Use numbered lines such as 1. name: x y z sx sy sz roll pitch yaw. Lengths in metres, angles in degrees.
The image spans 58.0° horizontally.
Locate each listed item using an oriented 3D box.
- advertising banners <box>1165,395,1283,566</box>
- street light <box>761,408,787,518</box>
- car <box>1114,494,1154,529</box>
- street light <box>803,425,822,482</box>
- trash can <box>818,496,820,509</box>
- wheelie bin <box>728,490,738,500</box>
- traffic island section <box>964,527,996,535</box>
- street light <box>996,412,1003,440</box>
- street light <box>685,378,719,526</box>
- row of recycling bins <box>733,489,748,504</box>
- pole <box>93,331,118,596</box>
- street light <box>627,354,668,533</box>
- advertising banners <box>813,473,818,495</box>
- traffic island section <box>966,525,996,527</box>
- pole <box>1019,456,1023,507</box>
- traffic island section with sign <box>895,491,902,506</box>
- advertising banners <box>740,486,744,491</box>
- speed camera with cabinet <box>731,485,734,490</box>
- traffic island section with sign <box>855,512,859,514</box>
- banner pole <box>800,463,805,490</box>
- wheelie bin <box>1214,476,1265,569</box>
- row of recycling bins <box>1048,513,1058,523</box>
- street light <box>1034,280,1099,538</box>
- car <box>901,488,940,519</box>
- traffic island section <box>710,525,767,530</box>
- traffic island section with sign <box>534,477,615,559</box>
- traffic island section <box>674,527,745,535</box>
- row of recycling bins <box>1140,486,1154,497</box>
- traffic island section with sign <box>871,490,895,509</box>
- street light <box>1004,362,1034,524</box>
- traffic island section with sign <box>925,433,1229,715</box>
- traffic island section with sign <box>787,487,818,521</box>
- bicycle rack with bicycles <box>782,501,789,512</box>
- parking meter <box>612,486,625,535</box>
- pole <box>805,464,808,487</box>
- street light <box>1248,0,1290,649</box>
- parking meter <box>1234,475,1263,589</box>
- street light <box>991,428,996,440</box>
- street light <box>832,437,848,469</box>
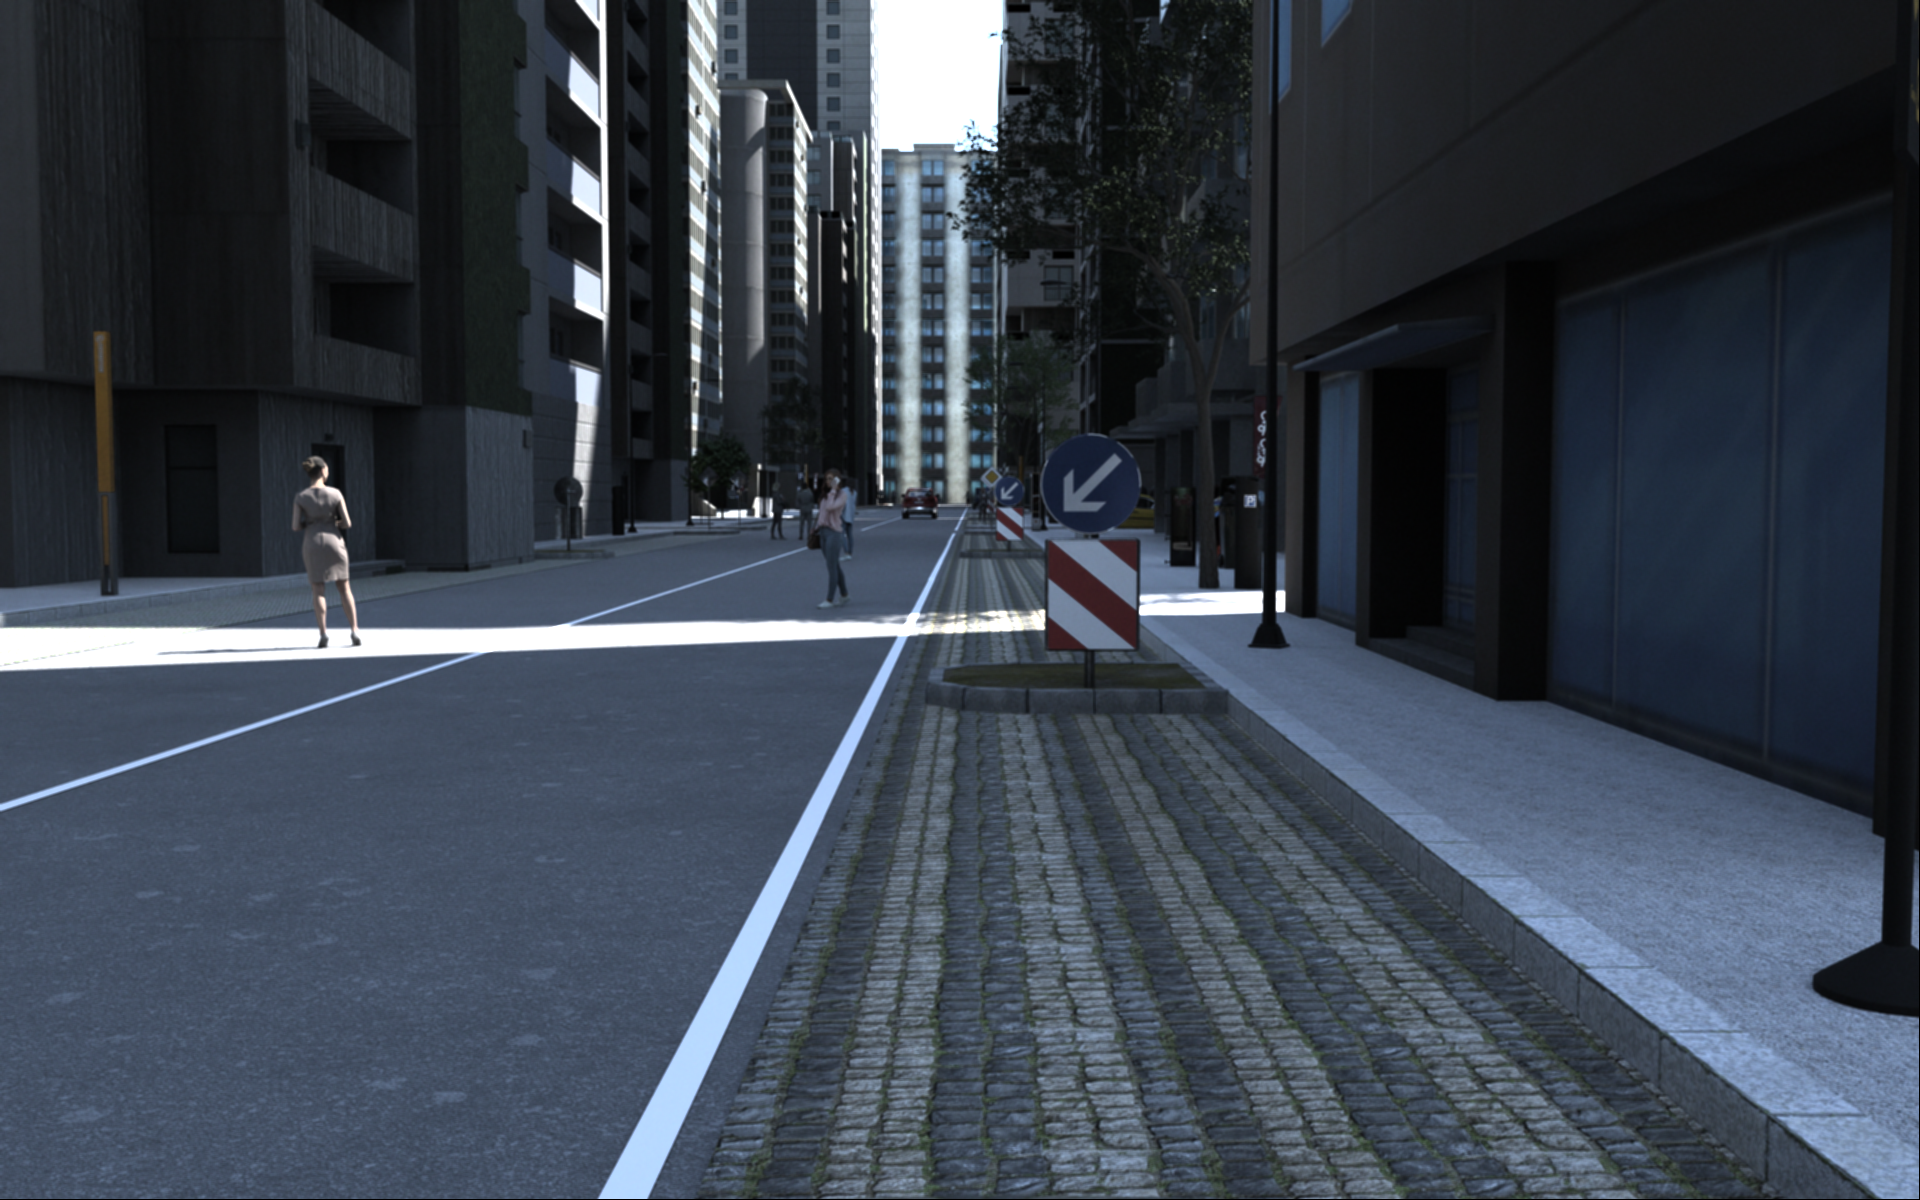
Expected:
1. advertising banners: 4.675 -2.109 30.671 2.074 3.025 0.090 0 4 -3
2. street light: -10.032 -7.393 93.411 1.470 5.913 1.316 0 4 0
3. car: 6.903 -3.350 65.004 3.980 1.641 2.015 0 4 2
4. street light: -9.997 -8.817 116.700 1.470 5.913 1.316 0 4 0
5. trash can: -11.062 -7.754 138.434 0.748 1.137 0.748 0 3 0
6. wheelie bin: -16.136 -6.998 122.328 0.980 1.594 0.693 -1 4 -9
7. traffic island section: 1.155 -2.397 61.475 2.009 0.180 2.903 0 4 0
8. street light: 2.935 -7.667 97.904 1.470 5.913 1.316 0 4 0
9. street light: -10.346 -5.937 69.616 1.470 5.913 1.316 0 4 0
10. row of recycling bins: -16.571 -7.627 131.813 3.534 1.692 1.069 0 4 7
11. pole: -10.763 -1.711 21.823 0.158 3.312 0.155 0 3 0
12. street light: -10.374 -5.196 57.500 1.470 5.913 1.316 0 4 0
13. advertising banners: -12.457 -8.951 142.540 2.074 3.025 0.090 2 4 34
14. traffic island section: 1.219 -2.886 69.460 2.009 0.180 2.903 0 4 0
15. pole: 3.256 -6.021 92.288 0.158 3.312 0.155 0 3 0
16. traffic island section with sign: -7.501 -11.662 199.304 1.989 1.847 2.006 0 4 0
17. advertising banners: -16.161 -8.383 133.250 2.074 3.025 0.090 -2 4 -32
18. speed camera with cabinet: -16.767 -8.557 134.238 2.038 3.252 0.660 0 4 5
19. traffic island section with sign: -8.134 -6.914 121.667 1.989 1.847 2.006 0 4 0
20. banner pole: -12.619 -9.152 139.645 0.863 3.779 0.401 0 4 3
21. wheelie bin: 4.843 -1.341 29.836 0.980 1.594 0.693 0 4 -1
22. row of recycling bins: 5.651 -4.217 76.069 3.534 1.692 1.069 0 4 -1
23. street light: 2.435 -3.983 37.668 1.470 5.913 1.316 0 4 0
24. car: -2.343 -5.712 102.069 2.281 1.827 5.304 0 4 0
25. traffic island section: -8.872 -2.891 69.546 2.009 0.180 2.903 0 4 0
26. traffic island section with sign: -8.795 -1.834 38.606 1.989 1.847 2.006 0 4 0
27. traffic island section: -8.936 -2.402 61.561 2.009 0.180 2.903 0 4 0
28. row of recycling bins: 8.057 -4.578 81.963 3.534 1.692 1.069 0 4 -4
29. traffic island section with sign: -7.732 -9.953 171.362 1.989 1.847 2.006 0 4 0
30. street light: 2.402 -5.408 60.957 1.470 5.913 1.316 0 4 0
31. traffic island section with sign: 0.761 -0.215 12.151 1.989 1.847 2.006 0 4 0
32. traffic island section with sign: -8.346 -5.230 94.146 1.989 1.847 2.006 0 4 0
33. bicycle rack with bicycles: -13.567 -6.905 126.279 2.852 0.926 2.925 3 5 41
34. parking meter: -10.649 -2.785 53.953 0.372 1.533 0.369 0 3 0
35. pole: -10.413 -7.568 117.582 0.158 3.312 0.155 0 3 0
36. street light: 2.054 -2.559 14.382 1.470 5.913 1.316 0 4 0
37. parking meter: 3.907 -0.919 23.436 0.372 1.533 0.369 0 3 0
38. street light: 3.082 -9.092 121.192 1.470 5.913 1.316 0 4 0
39. street light: -9.731 -10.241 139.987 1.470 5.913 1.316 0 4 0
